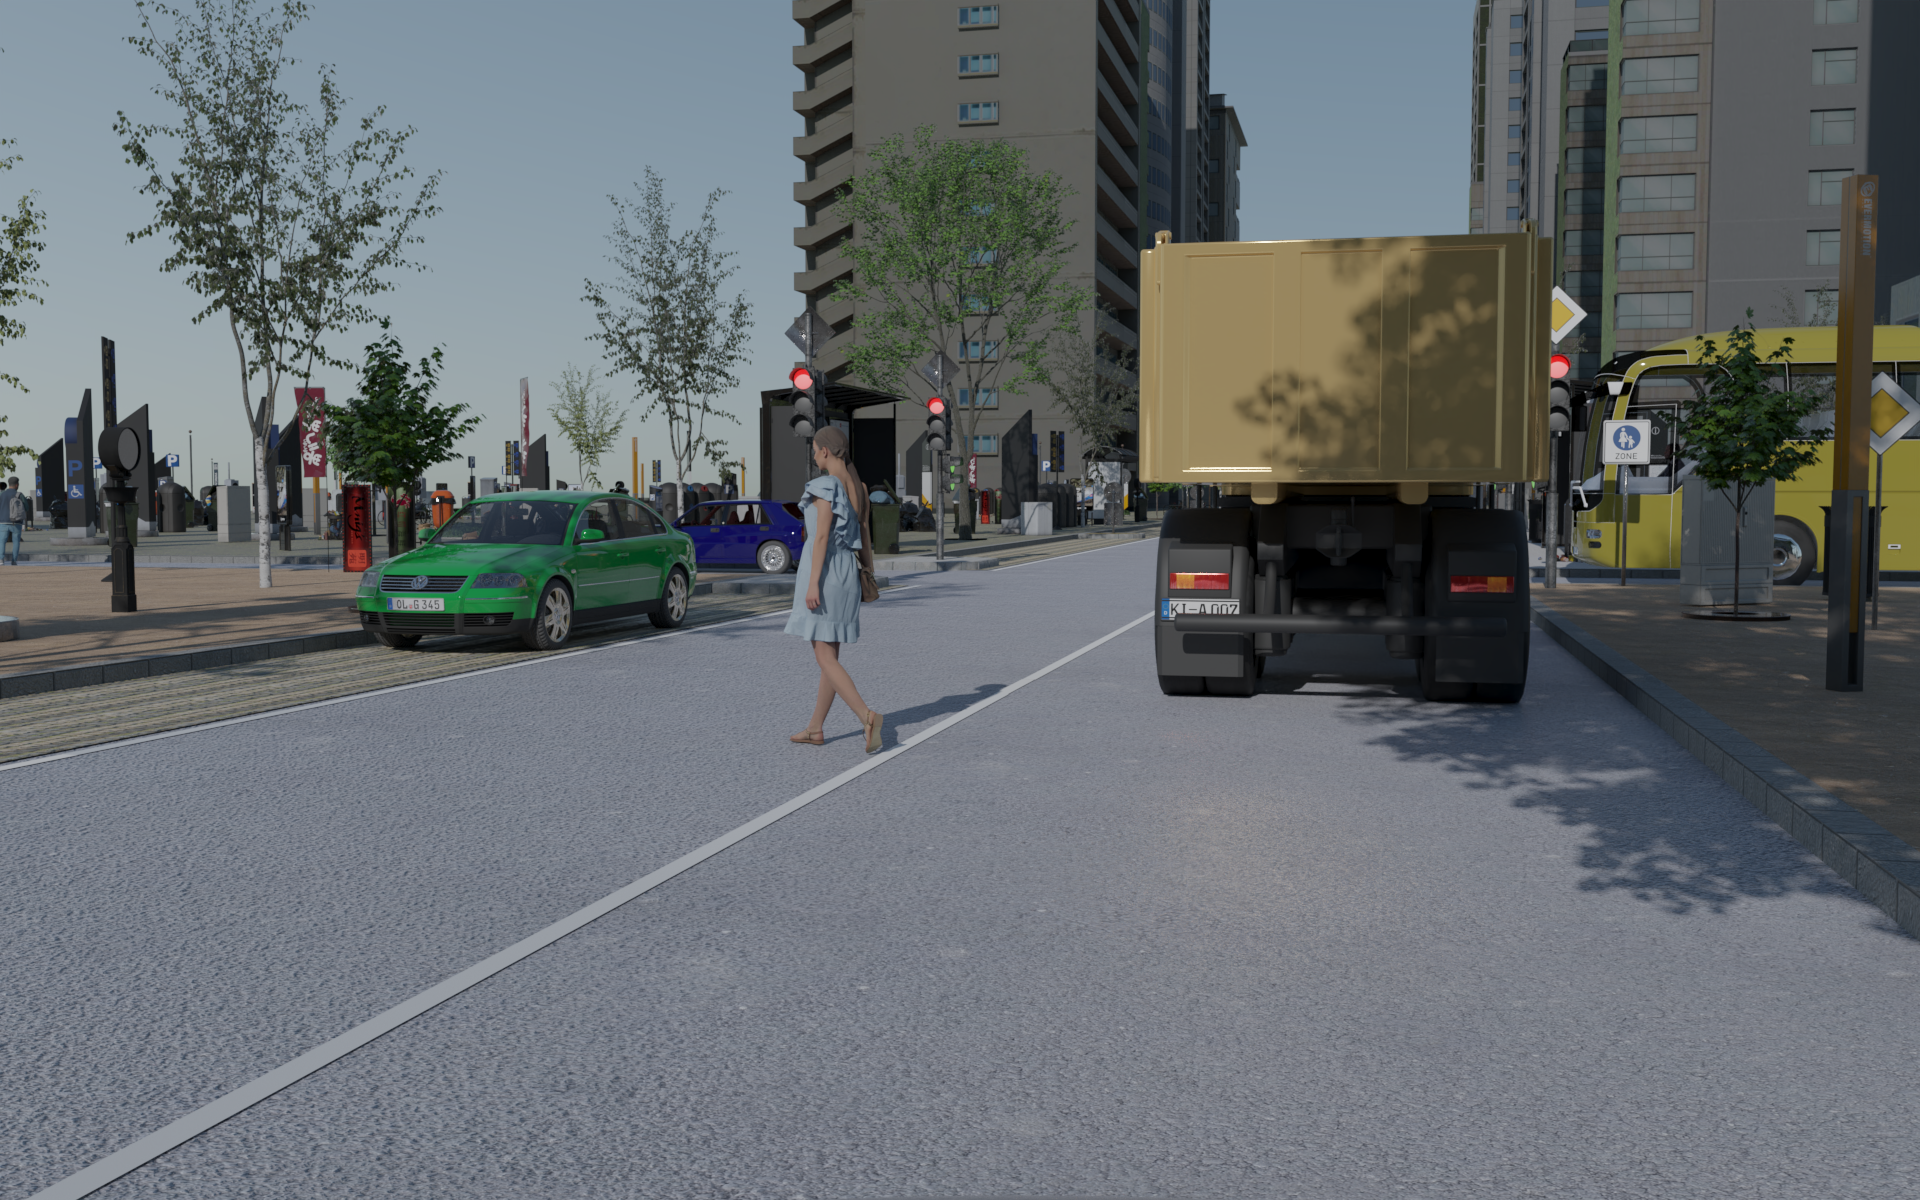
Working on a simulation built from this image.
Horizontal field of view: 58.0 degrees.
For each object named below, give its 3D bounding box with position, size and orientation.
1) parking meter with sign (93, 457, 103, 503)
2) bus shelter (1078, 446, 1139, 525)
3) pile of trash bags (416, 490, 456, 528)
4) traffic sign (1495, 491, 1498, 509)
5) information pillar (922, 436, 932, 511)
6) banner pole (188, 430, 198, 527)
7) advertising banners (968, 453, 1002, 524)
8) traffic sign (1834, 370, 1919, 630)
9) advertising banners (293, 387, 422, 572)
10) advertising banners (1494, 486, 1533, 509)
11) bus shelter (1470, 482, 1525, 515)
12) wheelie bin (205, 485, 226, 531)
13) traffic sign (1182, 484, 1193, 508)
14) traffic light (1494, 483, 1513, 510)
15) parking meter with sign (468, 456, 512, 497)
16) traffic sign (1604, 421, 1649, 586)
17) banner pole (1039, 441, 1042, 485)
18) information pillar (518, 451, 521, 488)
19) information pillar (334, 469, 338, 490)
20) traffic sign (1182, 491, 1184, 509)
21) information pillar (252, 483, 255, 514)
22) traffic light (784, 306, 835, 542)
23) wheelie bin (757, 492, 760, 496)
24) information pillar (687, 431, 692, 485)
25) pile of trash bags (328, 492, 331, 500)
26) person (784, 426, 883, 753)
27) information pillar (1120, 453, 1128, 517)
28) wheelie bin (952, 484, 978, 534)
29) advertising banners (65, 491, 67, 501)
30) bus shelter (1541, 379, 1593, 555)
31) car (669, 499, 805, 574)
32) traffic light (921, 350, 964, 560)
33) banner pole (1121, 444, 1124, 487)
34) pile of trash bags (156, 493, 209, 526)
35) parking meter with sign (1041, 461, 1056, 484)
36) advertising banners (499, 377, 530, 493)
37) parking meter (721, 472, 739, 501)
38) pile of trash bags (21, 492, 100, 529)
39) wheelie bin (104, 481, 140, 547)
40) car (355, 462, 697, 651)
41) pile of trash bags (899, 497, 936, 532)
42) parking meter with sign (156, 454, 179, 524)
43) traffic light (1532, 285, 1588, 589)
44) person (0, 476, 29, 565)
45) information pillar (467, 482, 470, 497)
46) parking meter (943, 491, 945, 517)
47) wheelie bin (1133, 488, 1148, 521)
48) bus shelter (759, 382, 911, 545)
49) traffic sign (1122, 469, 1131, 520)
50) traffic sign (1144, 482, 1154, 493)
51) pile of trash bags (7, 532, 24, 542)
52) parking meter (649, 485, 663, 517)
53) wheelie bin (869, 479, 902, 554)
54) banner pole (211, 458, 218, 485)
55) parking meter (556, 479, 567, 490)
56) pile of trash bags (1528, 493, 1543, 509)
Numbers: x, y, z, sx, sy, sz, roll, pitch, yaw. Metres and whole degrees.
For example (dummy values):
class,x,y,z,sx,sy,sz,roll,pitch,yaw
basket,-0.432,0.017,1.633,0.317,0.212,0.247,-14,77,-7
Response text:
class,x,y,z,sx,sy,sz,roll,pitch,yaw
parking meter with sign,-40.713,-5.199,81.272,0.543,3.016,1.738,-1,4,-14
bus shelter,6.595,-4.963,75.068,2.014,3.302,5.546,1,4,14
pile of trash bags,-11.300,-2.008,42.583,3.447,1.369,1.912,0,4,-2
traffic sign,12.402,-2.449,40.039,0.884,2.594,0.081,2,4,23
information pillar,-1.245,-4.559,65.894,0.183,3.616,0.504,-3,5,-41
banner pole,-30.129,-4.766,67.945,0.401,3.779,0.863,-1,4,-20
advertising banners,1.106,-4.752,73.878,2.074,3.025,0.090,3,5,40
traffic sign,8.629,-0.923,16.280,0.795,2.450,0.064,1,4,21
advertising banners,-9.832,-1.962,28.271,2.074,3.025,0.090,0,4,4
advertising banners,22.602,-4.519,70.078,2.074,3.025,0.090,1,4,20
bus shelter,18.677,-4.062,60.332,2.014,3.302,5.546,1,4,13
wheelie bin,-25.562,-3.177,59.856,0.693,1.594,0.980,1,4,20
traffic sign,12.147,-5.532,92.580,0.606,2.300,0.079,1,4,20
traffic light,9.900,-2.588,31.240,0.839,4.253,0.868,1,4,14
parking meter with sign,-21.613,-5.088,79.449,1.738,3.016,0.543,1,4,10
traffic sign,9.235,-1.340,24.045,0.606,2.300,0.079,1,4,23
banner pole,3.620,-5.658,82.525,0.863,3.779,0.401,2,4,33
information pillar,-23.482,-6.216,92.983,0.504,3.616,0.183,0,4,8
information pillar,-37.241,-6.850,103.347,0.183,3.616,0.504,0,4,-5
traffic sign,13.342,-6.337,103.715,0.768,2.556,0.104,1,4,20
information pillar,-46.338,-6.687,113.829,0.304,2.012,0.304,0,4,-6
traffic light,-2.245,-2.264,25.930,0.839,4.253,0.868,1,4,14
wheelie bin,-7.438,-3.587,66.559,0.693,1.594,0.980,-2,4,-30
information pillar,-9.982,-4.433,63.836,0.183,3.616,0.504,-1,4,-19
pile of trash bags,-28.197,-4.066,76.227,1.912,1.369,3.447,-1,4,-8
person,-0.666,-0.070,9.737,0.778,1.811,0.616,3,5,43
information pillar,9.342,-6.576,98.880,0.504,3.616,0.183,1,4,18
wheelie bin,0.170,-2.924,55.716,0.693,1.594,0.980,-2,4,-28
advertising banners,-51.371,-6.305,99.272,2.074,3.025,0.090,-3,5,-43
bus shelter,13.540,-2.848,37.850,1.731,3.624,6.357,1,4,14
car,-4.378,-1.179,31.863,3.894,1.354,1.945,1,4,14
traffic light,-0.372,-2.738,33.693,0.839,4.253,0.868,1,4,14
banner pole,8.185,-5.971,87.648,0.401,3.779,0.863,0,4,-2
pile of trash bags,-31.577,-3.682,69.948,1.912,1.369,3.447,0,4,4
parking meter with sign,4.866,-5.810,91.262,0.543,3.016,1.738,2,4,24
advertising banners,-6.902,-1.874,26.833,0.090,3.025,2.074,-2,4,-26
parking meter,-5.525,-2.196,41.620,0.399,1.863,0.255,0,4,-5
pile of trash bags,-33.539,-3.340,64.359,3.447,1.369,1.912,-1,4,-12
wheelie bin,-20.245,-2.077,41.873,0.693,1.594,0.980,-3,5,-43
car,-4.180,-0.520,17.305,1.959,1.807,4.718,1,4,14
pile of trash bags,-2.615,-2.995,58.725,3.447,1.369,1.912,-1,4,-21
parking meter with sign,-34.575,-4.838,75.370,0.543,3.016,1.738,0,4,-2
traffic light,8.027,-2.114,23.477,0.839,4.253,0.868,1,4,14
person,-18.636,-1.540,34.021,0.623,1.781,0.721,-2,4,-31
information pillar,-29.484,-6.114,104.460,0.304,2.012,0.304,2,4,34
parking meter,-1.029,-5.338,95.683,0.372,1.533,0.369,0,3,0
wheelie bin,8.539,-4.528,81.941,0.693,1.594,0.980,0,4,-4
bus shelter,-2.744,-2.950,39.520,1.731,3.624,6.357,1,4,13
traffic sign,8.146,-5.278,86.393,0.768,2.556,0.104,1,4,19
traffic sign,8.840,-5.057,82.688,0.884,2.594,0.081,1,4,22
pile of trash bags,-26.661,-2.226,46.155,3.447,1.369,1.912,2,4,31
parking meter,-8.482,-2.443,48.351,0.372,1.533,0.369,0,3,0
wheelie bin,-1.594,-1.783,37.059,0.693,1.594,0.980,0,4,-2
banner pole,-52.076,-8.013,121.026,0.863,3.779,0.401,2,4,30
parking meter,-15.717,-3.832,68.362,0.399,1.863,0.255,-1,4,-11
pile of trash bags,30.976,-5.232,95.303,3.447,1.369,1.912,-1,4,-17
